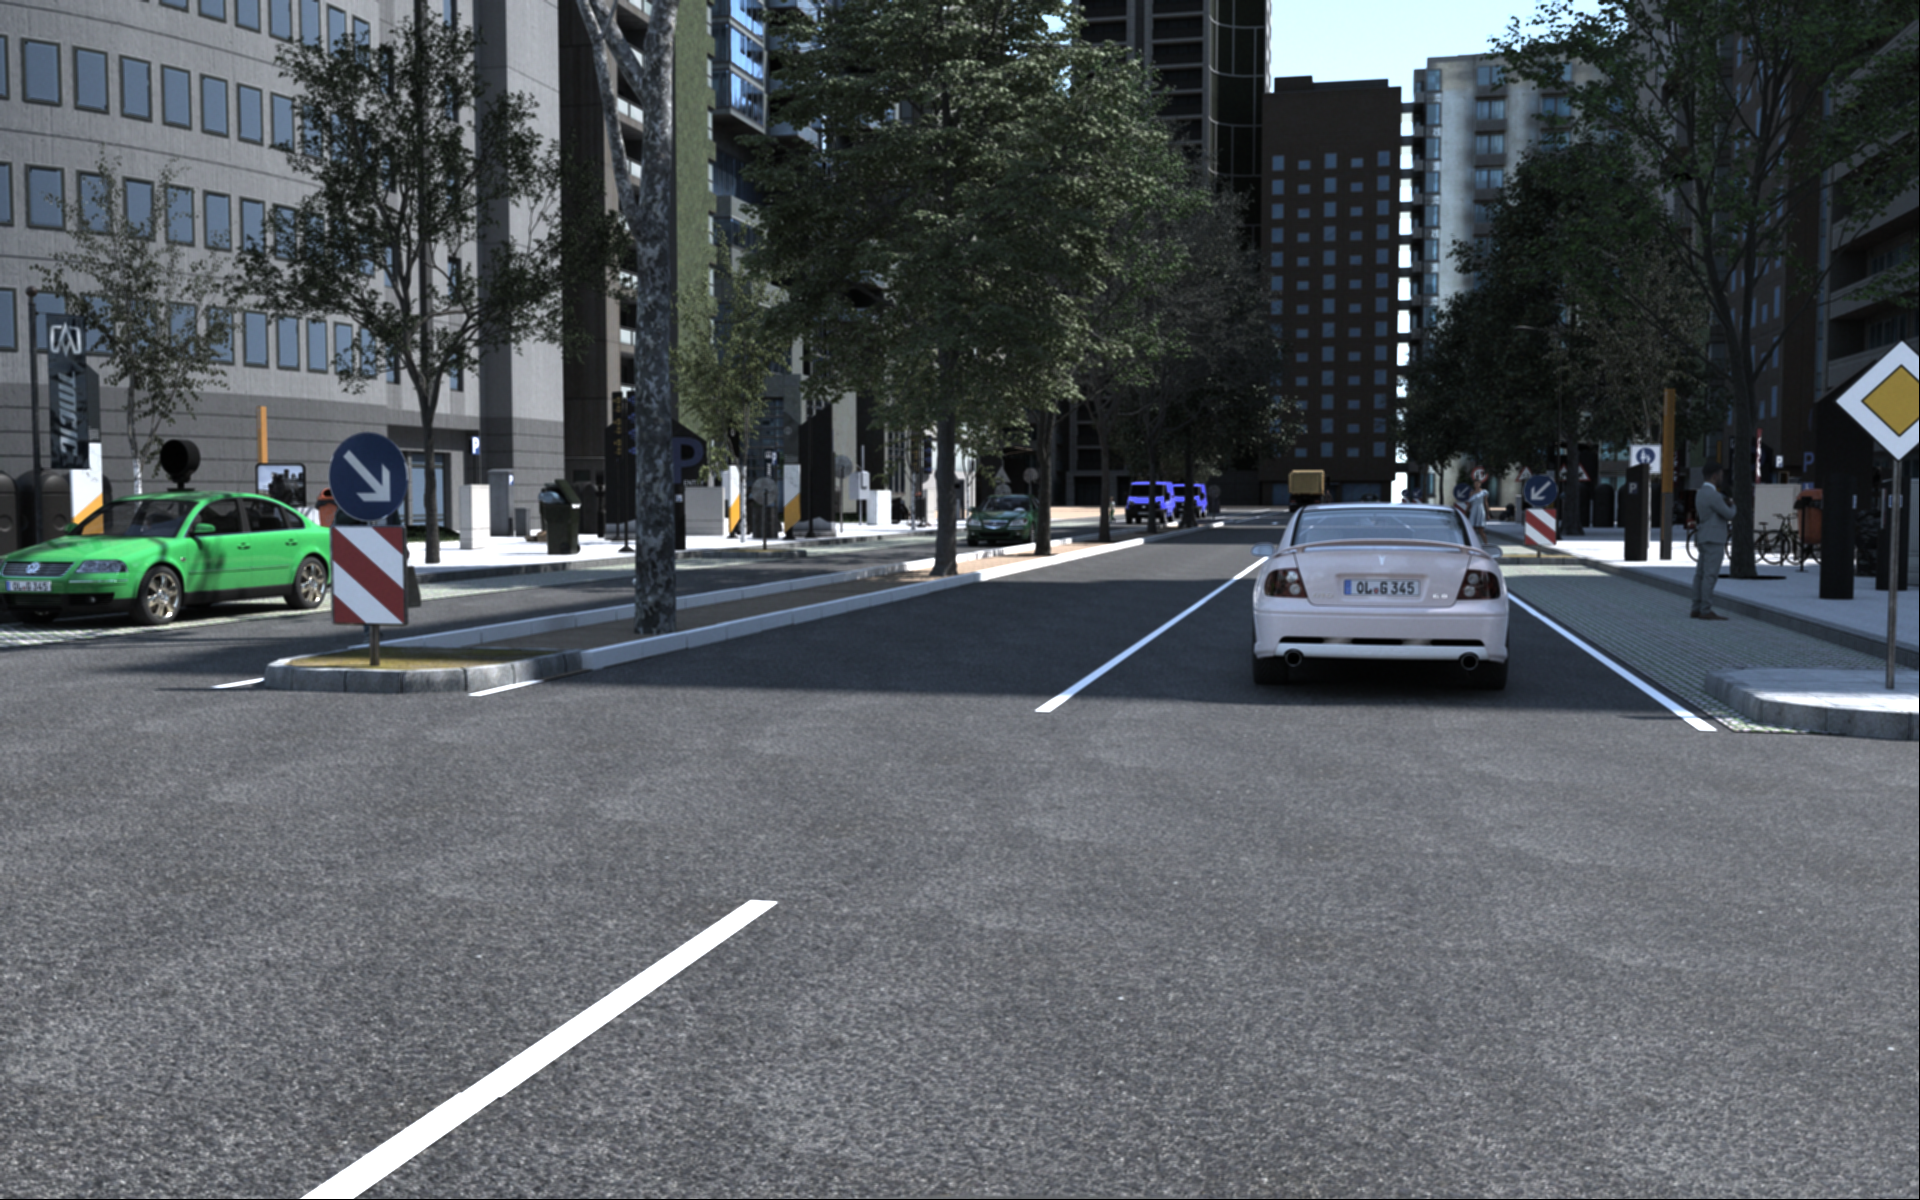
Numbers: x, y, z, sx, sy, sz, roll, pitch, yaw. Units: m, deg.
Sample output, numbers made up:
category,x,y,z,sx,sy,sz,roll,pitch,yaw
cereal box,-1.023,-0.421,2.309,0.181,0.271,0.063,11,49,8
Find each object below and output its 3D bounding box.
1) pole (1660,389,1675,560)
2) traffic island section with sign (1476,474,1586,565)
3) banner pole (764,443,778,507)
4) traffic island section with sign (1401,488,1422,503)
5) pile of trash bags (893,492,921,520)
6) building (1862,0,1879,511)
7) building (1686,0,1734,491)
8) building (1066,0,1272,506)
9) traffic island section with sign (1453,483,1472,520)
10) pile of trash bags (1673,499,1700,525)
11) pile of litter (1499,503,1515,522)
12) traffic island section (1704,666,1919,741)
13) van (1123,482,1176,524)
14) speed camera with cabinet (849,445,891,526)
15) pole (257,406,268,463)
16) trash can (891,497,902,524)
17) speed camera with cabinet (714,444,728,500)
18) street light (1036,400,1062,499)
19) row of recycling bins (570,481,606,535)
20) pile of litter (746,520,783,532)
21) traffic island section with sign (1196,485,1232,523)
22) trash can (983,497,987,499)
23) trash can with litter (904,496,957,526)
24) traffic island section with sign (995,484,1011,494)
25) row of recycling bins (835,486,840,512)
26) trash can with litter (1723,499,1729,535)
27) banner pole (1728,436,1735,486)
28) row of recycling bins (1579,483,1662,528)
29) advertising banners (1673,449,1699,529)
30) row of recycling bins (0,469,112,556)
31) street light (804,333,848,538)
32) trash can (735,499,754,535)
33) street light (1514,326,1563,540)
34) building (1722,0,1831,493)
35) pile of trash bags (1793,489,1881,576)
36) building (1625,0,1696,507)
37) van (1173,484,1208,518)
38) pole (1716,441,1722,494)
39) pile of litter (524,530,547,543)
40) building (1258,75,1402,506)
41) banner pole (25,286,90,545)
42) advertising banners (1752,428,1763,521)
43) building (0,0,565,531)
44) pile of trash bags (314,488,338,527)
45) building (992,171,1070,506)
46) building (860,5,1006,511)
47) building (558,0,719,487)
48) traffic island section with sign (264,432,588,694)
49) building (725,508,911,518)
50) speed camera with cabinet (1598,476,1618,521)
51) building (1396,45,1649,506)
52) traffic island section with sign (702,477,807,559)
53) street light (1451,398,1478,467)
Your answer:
category,x,y,z,sx,sy,sz,roll,pitch,yaw
pole,13.748,-2.435,33.649,0.158,3.312,0.155,0,3,0
traffic island section with sign,11.752,-1.653,35.650,1.989,1.847,2.006,1,4,13
banner pole,-9.123,-5.756,84.133,0.863,3.779,0.401,-2,4,-27
traffic island section with sign,29.112,-6.252,110.847,1.989,1.847,2.006,1,4,13
pile of trash bags,-2.380,-4.656,85.882,1.912,1.369,3.447,1,4,13
building,46.697,-26.933,64.058,21.300,48.544,21.600,1,4,13
building,51.702,-25.745,104.525,14.154,41.232,14.086,1,4,13
building,23.857,-46.221,193.963,20.611,71.187,20.563,1,4,13
traffic island section with sign,17.813,-3.259,61.918,1.989,1.847,2.006,1,4,13
pile of trash bags,31.571,-3.859,72.844,3.447,1.369,1.912,2,4,34
pile of litter,26.651,-4.235,83.210,1.719,0.858,1.176,-1,4,-9
traffic island section,6.140,0.665,11.405,2.009,0.180,2.903,1,4,13
van,9.277,-4.887,84.291,2.240,2.365,5.245,1,4,13
speed camera with cabinet,-3.667,-4.677,70.811,0.660,3.252,2.038,3,4,37
pole,-16.243,-2.846,40.371,0.158,3.312,0.155,0,3,0
trash can,-2.882,-3.875,75.011,0.748,1.137,0.748,0,3,0
speed camera with cabinet,-9.745,-4.566,68.983,0.660,3.252,2.038,-3,4,-37
street light,4.307,-6.864,84.766,1.470,5.913,1.316,1,4,13
row of recycling bins,-12.145,-3.017,56.442,1.069,1.692,3.534,-2,4,-24
pile of litter,-6.688,-2.706,58.211,1.719,0.858,1.176,-2,4,-29
traffic island section with sign,12.648,-4.803,86.667,2.006,1.907,1.989,1,4,13
trash can,1.478,-4.344,82.676,0.748,1.137,0.748,0,3,0
trash can with litter,-1.278,-3.550,69.107,2.233,1.210,1.678,1,4,11
traffic island section with sign,1.582,-3.494,65.751,1.989,1.847,2.006,1,4,13
row of recycling bins,-6.274,-4.728,84.422,1.069,1.692,3.534,0,4,-2
trash can with litter,18.979,-1.963,43.481,0.624,1.170,1.055,2,4,25
banner pole,29.433,-4.610,65.383,0.863,3.779,0.401,1,4,12
row of recycling bins,25.284,-3.642,66.662,3.534,1.692,1.069,1,4,22
advertising banners,26.556,-4.079,62.876,2.074,3.025,0.090,-1,4,-13
row of recycling bins,-15.349,-1.288,28.164,1.069,1.692,3.534,1,4,23
street light,-3.819,-4.747,50.147,1.470,5.913,1.316,1,4,13
trash can,-6.829,-2.627,54.611,0.748,1.137,0.748,0,3,0
street light,16.024,-4.616,48.008,1.470,5.913,1.316,1,4,13
building,49.209,-26.934,90.487,14.600,45.320,14.200,1,4,13
pile of trash bags,14.730,-1.082,27.443,1.912,1.369,3.447,-2,4,-25
building,63.719,-32.715,124.132,28.713,52.752,27.495,1,4,13
van,13.641,-6.074,103.689,2.240,2.365,5.245,1,4,13
pole,29.028,-4.431,66.289,0.158,3.312,0.155,0,3,0
pile of litter,-11.119,-1.989,46.485,1.176,0.858,1.719,0,4,-3
building,40.205,-32.911,188.197,14.200,45.320,14.600,1,4,13
banner pole,-11.043,-1.905,21.158,0.401,3.779,0.863,3,4,38
advertising banners,20.605,-2.997,45.191,0.090,3.025,2.074,3,5,40
building,-28.060,-31.157,51.414,21.231,58.520,28.212,1,4,13
pile of trash bags,-11.247,-1.076,27.352,3.447,1.369,1.912,0,4,-1
building,2.091,-35.251,200.050,21.600,48.544,21.300,1,4,13
building,-11.602,-33.781,141.562,27.495,52.752,28.713,1,4,13
building,-20.388,-24.247,80.034,14.154,41.232,14.086,1,4,13
traffic island section with sign,-4.237,-0.325,13.443,2.006,1.907,1.989,1,4,13
building,-15.923,-48.654,108.166,22.319,86.520,31.000,1,4,13
speed camera with cabinet,30.945,-5.414,82.860,2.038,3.252,0.660,0,4,3
building,62.865,-34.702,186.986,30.456,49.044,23.786,1,4,13
traffic island section with sign,-4.556,-1.865,39.117,1.989,1.847,2.006,1,4,13
street light,24.218,-6.759,83.055,1.470,5.913,1.316,1,4,13
